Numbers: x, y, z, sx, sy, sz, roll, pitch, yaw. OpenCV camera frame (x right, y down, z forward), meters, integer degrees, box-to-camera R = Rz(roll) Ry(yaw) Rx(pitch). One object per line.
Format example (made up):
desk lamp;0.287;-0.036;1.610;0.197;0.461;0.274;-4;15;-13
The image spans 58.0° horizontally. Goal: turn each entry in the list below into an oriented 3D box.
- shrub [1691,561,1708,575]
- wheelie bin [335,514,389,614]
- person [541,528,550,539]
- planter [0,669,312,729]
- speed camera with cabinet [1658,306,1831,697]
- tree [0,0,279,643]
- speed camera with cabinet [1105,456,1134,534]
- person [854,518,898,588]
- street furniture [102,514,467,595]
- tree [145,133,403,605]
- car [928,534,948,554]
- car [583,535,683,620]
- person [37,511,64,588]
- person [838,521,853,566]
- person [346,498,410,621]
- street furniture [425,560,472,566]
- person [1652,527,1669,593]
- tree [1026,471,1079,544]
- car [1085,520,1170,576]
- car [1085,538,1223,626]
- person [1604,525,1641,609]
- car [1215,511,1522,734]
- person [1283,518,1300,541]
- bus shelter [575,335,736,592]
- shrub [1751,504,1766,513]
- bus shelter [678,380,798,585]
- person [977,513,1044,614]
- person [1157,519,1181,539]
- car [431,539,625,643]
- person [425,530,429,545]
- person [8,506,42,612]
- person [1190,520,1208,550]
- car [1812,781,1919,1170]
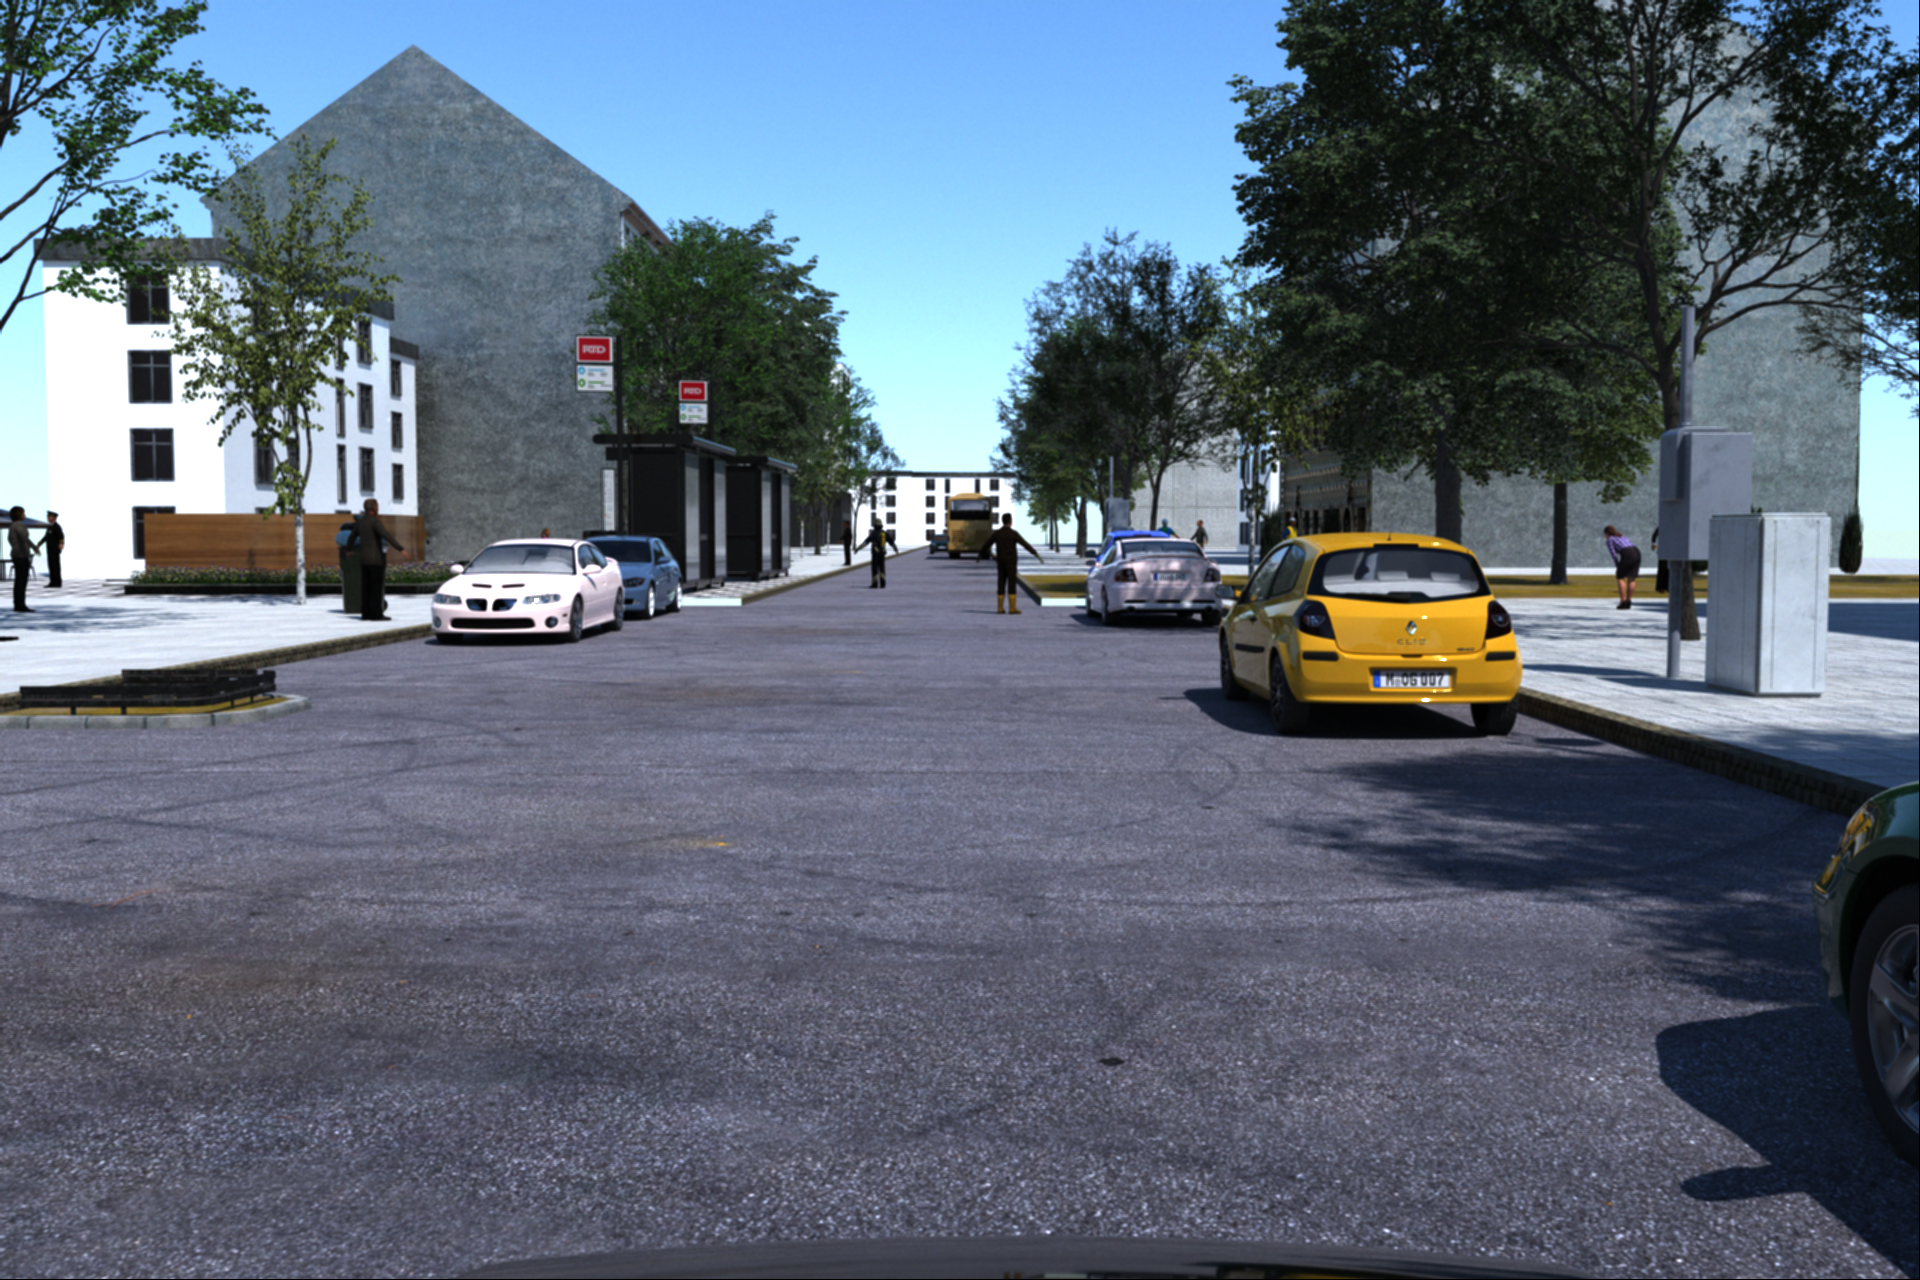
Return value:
shrub;22.723;-3.023;53.848;1.690;2.028;1.600;0;3;0
wheelie bin;-9.681;-1.230;28.021;0.693;1.594;0.980;0;4;0
person;-10.547;-2.152;44.457;0.599;1.433;0.991;1;4;23
planter;-6.310;0.454;13.714;1.991;0.319;1.994;0;4;0
speed camera with cabinet;6.525;-1.232;14.483;0.660;3.252;2.038;0;3;0
tree;-12.003;-5.791;20.445;9.928;11.665;9.643;0;3;0
speed camera with cabinet;4.025;-3.009;43.530;0.660;3.252;2.038;0;4;1
person;-2.176;-2.300;45.842;1.354;1.856;0.705;-2;4;-35
street furniture;-14.366;-1.955;38.816;11.010;1.723;9.812;0;4;-3
tree;-12.165;-4.936;31.067;4.737;8.622;4.395;0;3;0
car;-1.285;-7.017;124.511;2.009;1.686;4.222;0;4;0
car;-6.007;-1.130;30.471;2.014;1.417;4.499;0;4;0
person;-21.669;-2.166;41.344;1.347;1.837;0.705;3;4;39
person;-4.602;-3.920;70.323;0.704;1.802;1.346;1;4;18
person;-8.699;-1.193;25.691;1.348;1.807;0.705;2;4;32
street furniture;-14.724;-2.160;50.948;5.734;0.657;10.072;-3;5;-45
person;15.355;-1.887;37.571;1.216;1.740;0.721;-3;4;-36
tree;12.578;-19.143;231.111;7.486;12.596;7.792;0;3;0
car;3.454;-1.505;34.192;1.945;1.707;3.694;0;4;0
car;3.137;-0.984;28.455;2.083;1.381;4.827;0;4;-1
person;11.253;-1.238;29.512;0.421;1.427;0.697;-2;4;-27
car;3.118;-0.220;13.818;2.015;1.641;3.980;0;4;0
person;11.145;-3.184;58.020;1.349;1.833;0.705;-3;5;-45
bus shelter;-6.603;-3.672;37.663;2.179;5.291;8.768;0;4;1
shrub;17.604;-2.132;38.896;1.661;2.075;1.752;0;3;0
bus shelter;-6.137;-4.293;47.819;2.179;5.291;8.768;0;4;2
person;0.858;-1.375;31.076;1.346;1.812;0.704;2;4;29
person;7.296;-3.399;61.700;1.347;1.817;0.704;1;4;8
car;-5.958;-0.732;24.334;2.083;1.381;4.827;0;4;0
person;-19.519;-3.462;62.367;1.354;1.858;0.705;2;4;34
person;-15.403;-1.332;28.540;1.215;1.744;0.721;3;5;45
person;8.778;-3.501;63.517;0.705;1.796;1.348;-1;4;-21
car;3.054;0.573;2.429;2.131;1.459;4.920;0;4;0
